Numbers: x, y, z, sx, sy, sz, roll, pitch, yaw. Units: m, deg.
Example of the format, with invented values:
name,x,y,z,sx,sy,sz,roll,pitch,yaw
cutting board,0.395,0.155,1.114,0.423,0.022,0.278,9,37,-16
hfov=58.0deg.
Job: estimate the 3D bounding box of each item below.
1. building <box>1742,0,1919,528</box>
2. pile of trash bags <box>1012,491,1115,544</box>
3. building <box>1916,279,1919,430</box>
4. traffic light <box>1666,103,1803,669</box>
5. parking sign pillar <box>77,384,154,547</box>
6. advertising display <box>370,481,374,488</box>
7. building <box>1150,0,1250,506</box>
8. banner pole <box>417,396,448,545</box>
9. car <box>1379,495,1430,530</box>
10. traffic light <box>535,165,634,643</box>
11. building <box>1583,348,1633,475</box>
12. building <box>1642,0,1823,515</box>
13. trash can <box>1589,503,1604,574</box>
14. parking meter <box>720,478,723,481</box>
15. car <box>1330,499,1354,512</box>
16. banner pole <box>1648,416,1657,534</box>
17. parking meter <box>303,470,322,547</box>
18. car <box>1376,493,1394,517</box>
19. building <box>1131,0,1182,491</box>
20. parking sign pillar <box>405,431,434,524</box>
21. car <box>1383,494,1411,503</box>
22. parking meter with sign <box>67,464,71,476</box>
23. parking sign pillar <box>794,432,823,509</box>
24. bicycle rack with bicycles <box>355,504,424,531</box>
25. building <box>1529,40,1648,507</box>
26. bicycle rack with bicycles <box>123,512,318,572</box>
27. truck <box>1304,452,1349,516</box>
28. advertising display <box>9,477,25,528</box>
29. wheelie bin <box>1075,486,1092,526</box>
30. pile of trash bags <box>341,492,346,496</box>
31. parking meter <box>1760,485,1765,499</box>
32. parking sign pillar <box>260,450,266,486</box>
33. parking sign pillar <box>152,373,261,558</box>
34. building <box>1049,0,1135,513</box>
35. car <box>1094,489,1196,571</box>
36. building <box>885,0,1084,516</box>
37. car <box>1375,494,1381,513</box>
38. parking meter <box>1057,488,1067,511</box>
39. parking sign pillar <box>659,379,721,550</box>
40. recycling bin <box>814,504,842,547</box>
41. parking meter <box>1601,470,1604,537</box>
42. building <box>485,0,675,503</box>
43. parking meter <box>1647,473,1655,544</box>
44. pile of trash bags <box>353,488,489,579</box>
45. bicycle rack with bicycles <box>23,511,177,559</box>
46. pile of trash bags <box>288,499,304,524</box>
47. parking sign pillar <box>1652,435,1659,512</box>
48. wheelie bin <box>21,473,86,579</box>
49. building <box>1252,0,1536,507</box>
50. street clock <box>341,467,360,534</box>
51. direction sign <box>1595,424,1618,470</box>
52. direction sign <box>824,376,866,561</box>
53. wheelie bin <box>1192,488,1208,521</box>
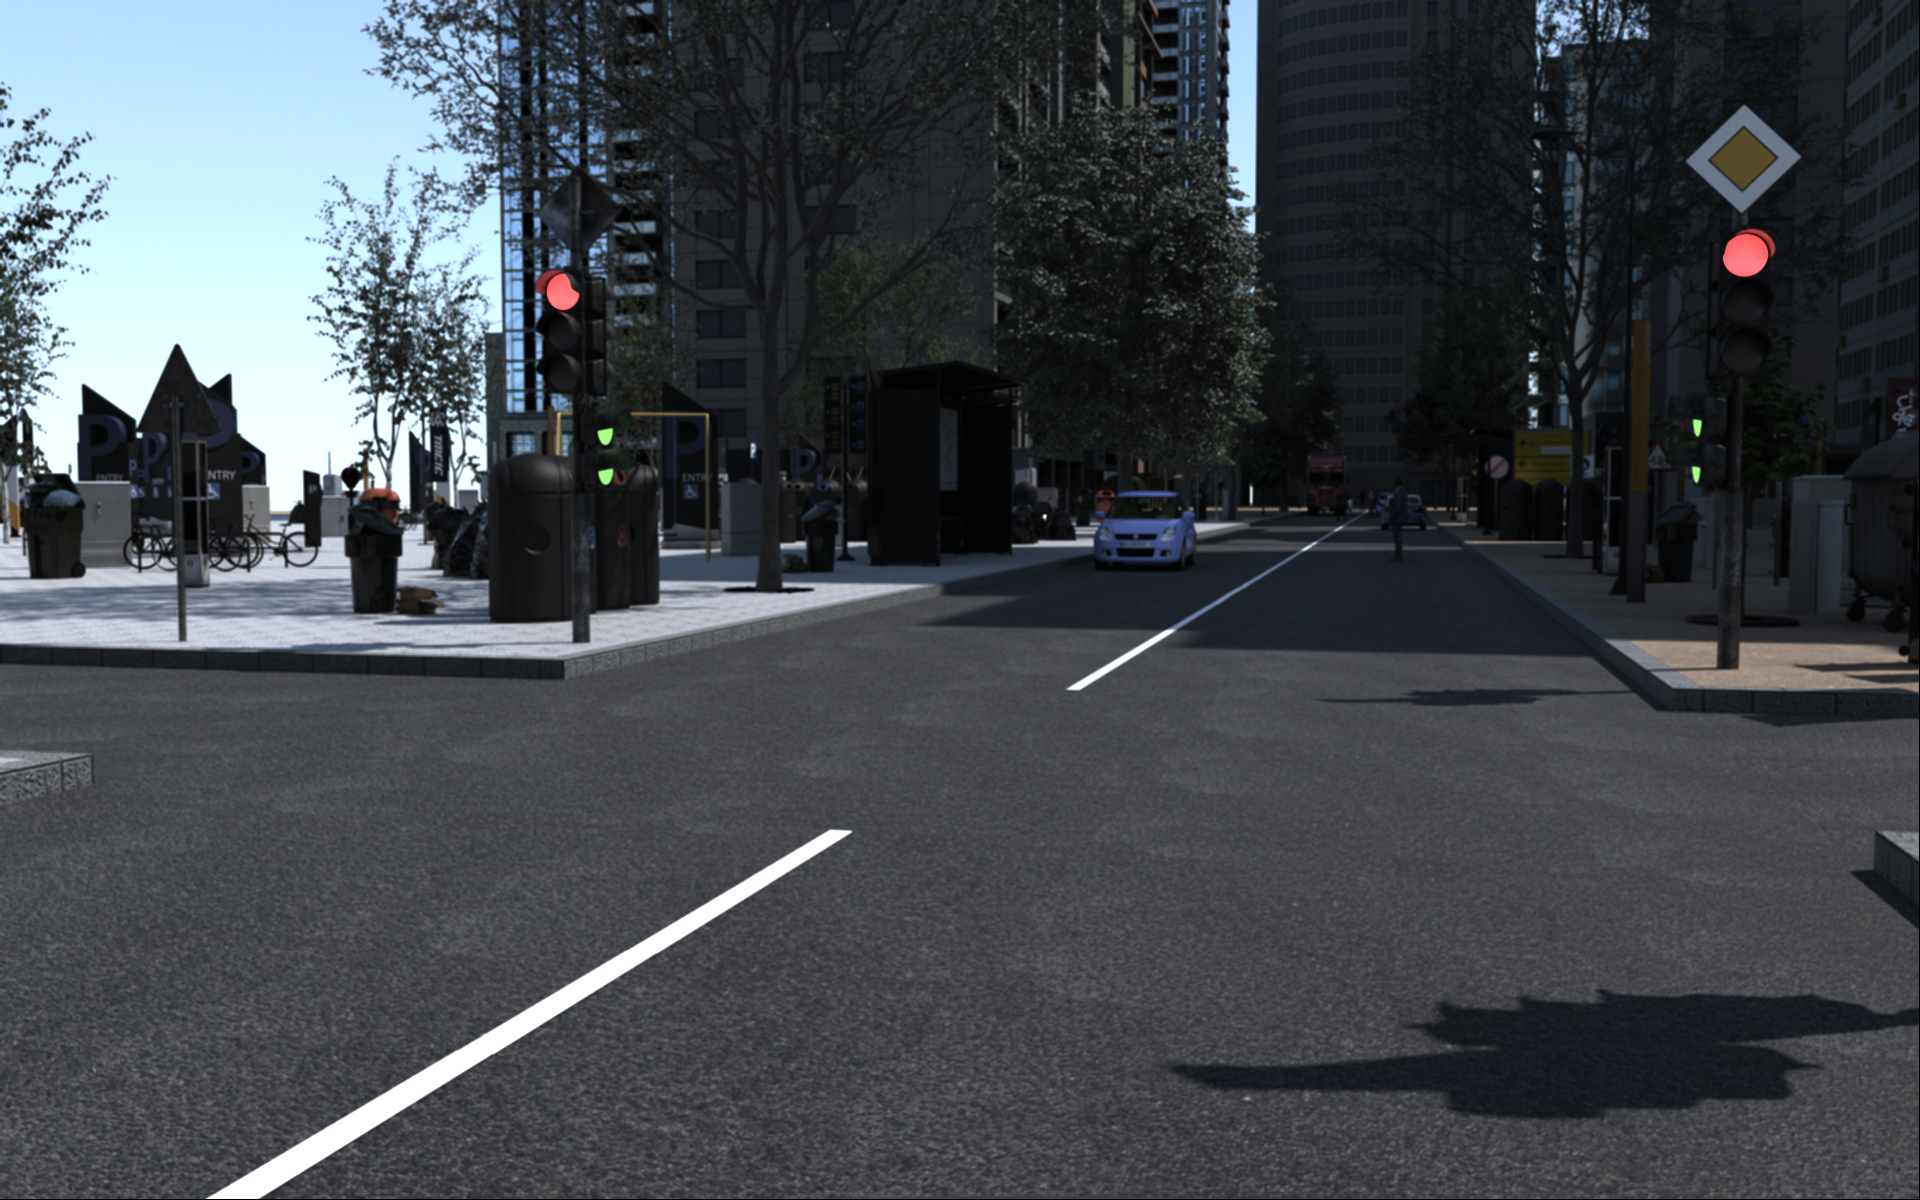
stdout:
name,x,y,z,sx,sy,sz,roll,pitch,yaw
building,46.946,-22.666,62.474,32.217,40.220,23.993,1,4,14
pile of trash bags,2.698,-2.363,48.385,3.447,1.369,1.912,-1,4,-13
building,31.451,-23.744,38.318,14.600,45.320,14.200,1,4,14
traffic light,5.633,-1.450,12.633,0.839,4.253,0.868,1,4,14
parking sign pillar,-20.789,-3.289,42.246,1.447,3.967,1.447,0,4,5
advertising display,-28.524,-4.824,84.088,0.123,1.923,0.974,-1,4,-22
building,17.002,-53.920,194.261,31.000,86.520,22.319,1,4,14
banner pole,-13.331,-3.290,43.805,0.863,3.779,0.401,-3,5,-40
car,17.968,-3.550,70.050,2.014,1.417,4.499,1,4,15
traffic light,-3.256,-1.586,14.846,0.839,4.253,0.868,1,4,14
building,59.467,-49.749,126.072,22.319,86.520,31.000,1,4,14
building,50.572,-34.048,98.688,21.231,58.520,28.212,1,4,14
trash can,10.473,-0.987,27.786,0.748,1.137,0.748,0,3,0
parking meter,-8.928,-3.548,63.729,0.399,1.863,0.255,1,4,16
car,30.986,-7.881,140.854,2.014,1.417,4.499,1,4,13
banner pole,21.979,-3.980,55.097,0.401,3.779,0.863,3,5,44
parking meter,-15.656,-2.214,41.911,0.399,1.863,0.255,-2,4,-28
car,27.365,-6.162,110.334,1.945,1.707,3.694,1,4,13
building,3.313,-30.078,146.406,28.867,44.769,22.147,1,4,14
parking sign pillar,-23.218,-5.272,74.667,1.447,3.967,1.447,1,4,11
car,26.131,-5.651,102.616,2.015,1.641,3.980,1,4,13
parking meter with sign,-51.939,-6.303,99.310,1.738,3.016,0.543,-3,4,-39
parking sign pillar,-6.557,-5.295,75.045,1.447,3.967,1.447,3,4,37
bicycle rack with bicycles,-20.228,-2.958,61.737,2.925,0.926,2.852,3,5,44
building,75.171,-34.379,181.710,30.456,49.044,23.786,1,4,14
bicycle rack with bicycles,-12.741,-0.977,29.360,2.925,0.926,2.852,0,4,-1
truck,24.794,-7.841,117.115,2.839,4.237,11.283,1,4,12
advertising display,-35.939,-3.729,66.180,0.974,1.923,0.123,0,4,-2
wheelie bin,4.973,-3.781,69.721,0.693,1.594,0.980,0,4,2
pile of trash bags,-8.823,-1.248,30.159,3.447,1.369,1.912,1,4,8
parking meter,37.993,-4.682,82.261,0.399,1.863,0.255,-1,4,-22
parking sign pillar,-32.145,-5.506,78.496,1.447,3.967,1.447,1,4,11
parking sign pillar,-15.431,-2.873,35.453,1.447,3.967,1.447,3,5,44
building,4.012,-26.683,119.864,14.154,41.232,14.086,1,4,14
car,3.621,-1.469,33.606,1.945,1.707,3.694,1,4,12
building,-3.442,-40.576,101.671,20.563,71.187,20.611,1,4,14
car,32.616,-7.491,132.263,2.009,1.686,4.222,1,4,15
parking meter,3.979,-3.623,67.647,0.372,1.533,0.369,0,3,0
parking sign pillar,-6.322,-3.191,40.644,1.447,3.967,1.447,0,4,-7
recycling bin,-3.168,-1.805,42.072,0.722,1.027,0.722,0,4,-5
parking meter,15.952,-2.252,42.524,0.255,1.863,0.399,-1,4,-15
building,-26.017,-51.288,151.226,31.000,86.520,22.319,1,4,14
parking meter,17.558,-2.363,44.352,0.399,1.863,0.255,0,4,-4
pile of trash bags,-7.435,-1.028,26.563,3.447,1.369,1.912,-2,4,-25
bicycle rack with bicycles,-18.332,-1.439,36.906,2.852,0.926,2.925,0,4,7
pile of trash bags,-27.864,-4.068,76.260,1.912,1.369,3.447,1,4,16
parking sign pillar,31.396,-5.566,79.470,1.447,3.967,1.447,-1,4,-23
wheelie bin,-13.784,-1.128,26.359,0.980,1.594,0.693,1,4,17
building,46.461,-39.482,187.524,28.212,58.520,21.231,1,4,14
street clock,-16.241,-2.548,46.233,0.471,2.002,0.358,0,4,-7
direction sign,20.878,-3.914,55.985,0.379,3.537,0.876,-2,4,-29
direction sign,-2.211,-2.533,33.412,0.876,3.537,0.379,1,4,21
wheelie bin,11.616,-4.648,83.906,0.693,1.594,0.980,0,4,-2
